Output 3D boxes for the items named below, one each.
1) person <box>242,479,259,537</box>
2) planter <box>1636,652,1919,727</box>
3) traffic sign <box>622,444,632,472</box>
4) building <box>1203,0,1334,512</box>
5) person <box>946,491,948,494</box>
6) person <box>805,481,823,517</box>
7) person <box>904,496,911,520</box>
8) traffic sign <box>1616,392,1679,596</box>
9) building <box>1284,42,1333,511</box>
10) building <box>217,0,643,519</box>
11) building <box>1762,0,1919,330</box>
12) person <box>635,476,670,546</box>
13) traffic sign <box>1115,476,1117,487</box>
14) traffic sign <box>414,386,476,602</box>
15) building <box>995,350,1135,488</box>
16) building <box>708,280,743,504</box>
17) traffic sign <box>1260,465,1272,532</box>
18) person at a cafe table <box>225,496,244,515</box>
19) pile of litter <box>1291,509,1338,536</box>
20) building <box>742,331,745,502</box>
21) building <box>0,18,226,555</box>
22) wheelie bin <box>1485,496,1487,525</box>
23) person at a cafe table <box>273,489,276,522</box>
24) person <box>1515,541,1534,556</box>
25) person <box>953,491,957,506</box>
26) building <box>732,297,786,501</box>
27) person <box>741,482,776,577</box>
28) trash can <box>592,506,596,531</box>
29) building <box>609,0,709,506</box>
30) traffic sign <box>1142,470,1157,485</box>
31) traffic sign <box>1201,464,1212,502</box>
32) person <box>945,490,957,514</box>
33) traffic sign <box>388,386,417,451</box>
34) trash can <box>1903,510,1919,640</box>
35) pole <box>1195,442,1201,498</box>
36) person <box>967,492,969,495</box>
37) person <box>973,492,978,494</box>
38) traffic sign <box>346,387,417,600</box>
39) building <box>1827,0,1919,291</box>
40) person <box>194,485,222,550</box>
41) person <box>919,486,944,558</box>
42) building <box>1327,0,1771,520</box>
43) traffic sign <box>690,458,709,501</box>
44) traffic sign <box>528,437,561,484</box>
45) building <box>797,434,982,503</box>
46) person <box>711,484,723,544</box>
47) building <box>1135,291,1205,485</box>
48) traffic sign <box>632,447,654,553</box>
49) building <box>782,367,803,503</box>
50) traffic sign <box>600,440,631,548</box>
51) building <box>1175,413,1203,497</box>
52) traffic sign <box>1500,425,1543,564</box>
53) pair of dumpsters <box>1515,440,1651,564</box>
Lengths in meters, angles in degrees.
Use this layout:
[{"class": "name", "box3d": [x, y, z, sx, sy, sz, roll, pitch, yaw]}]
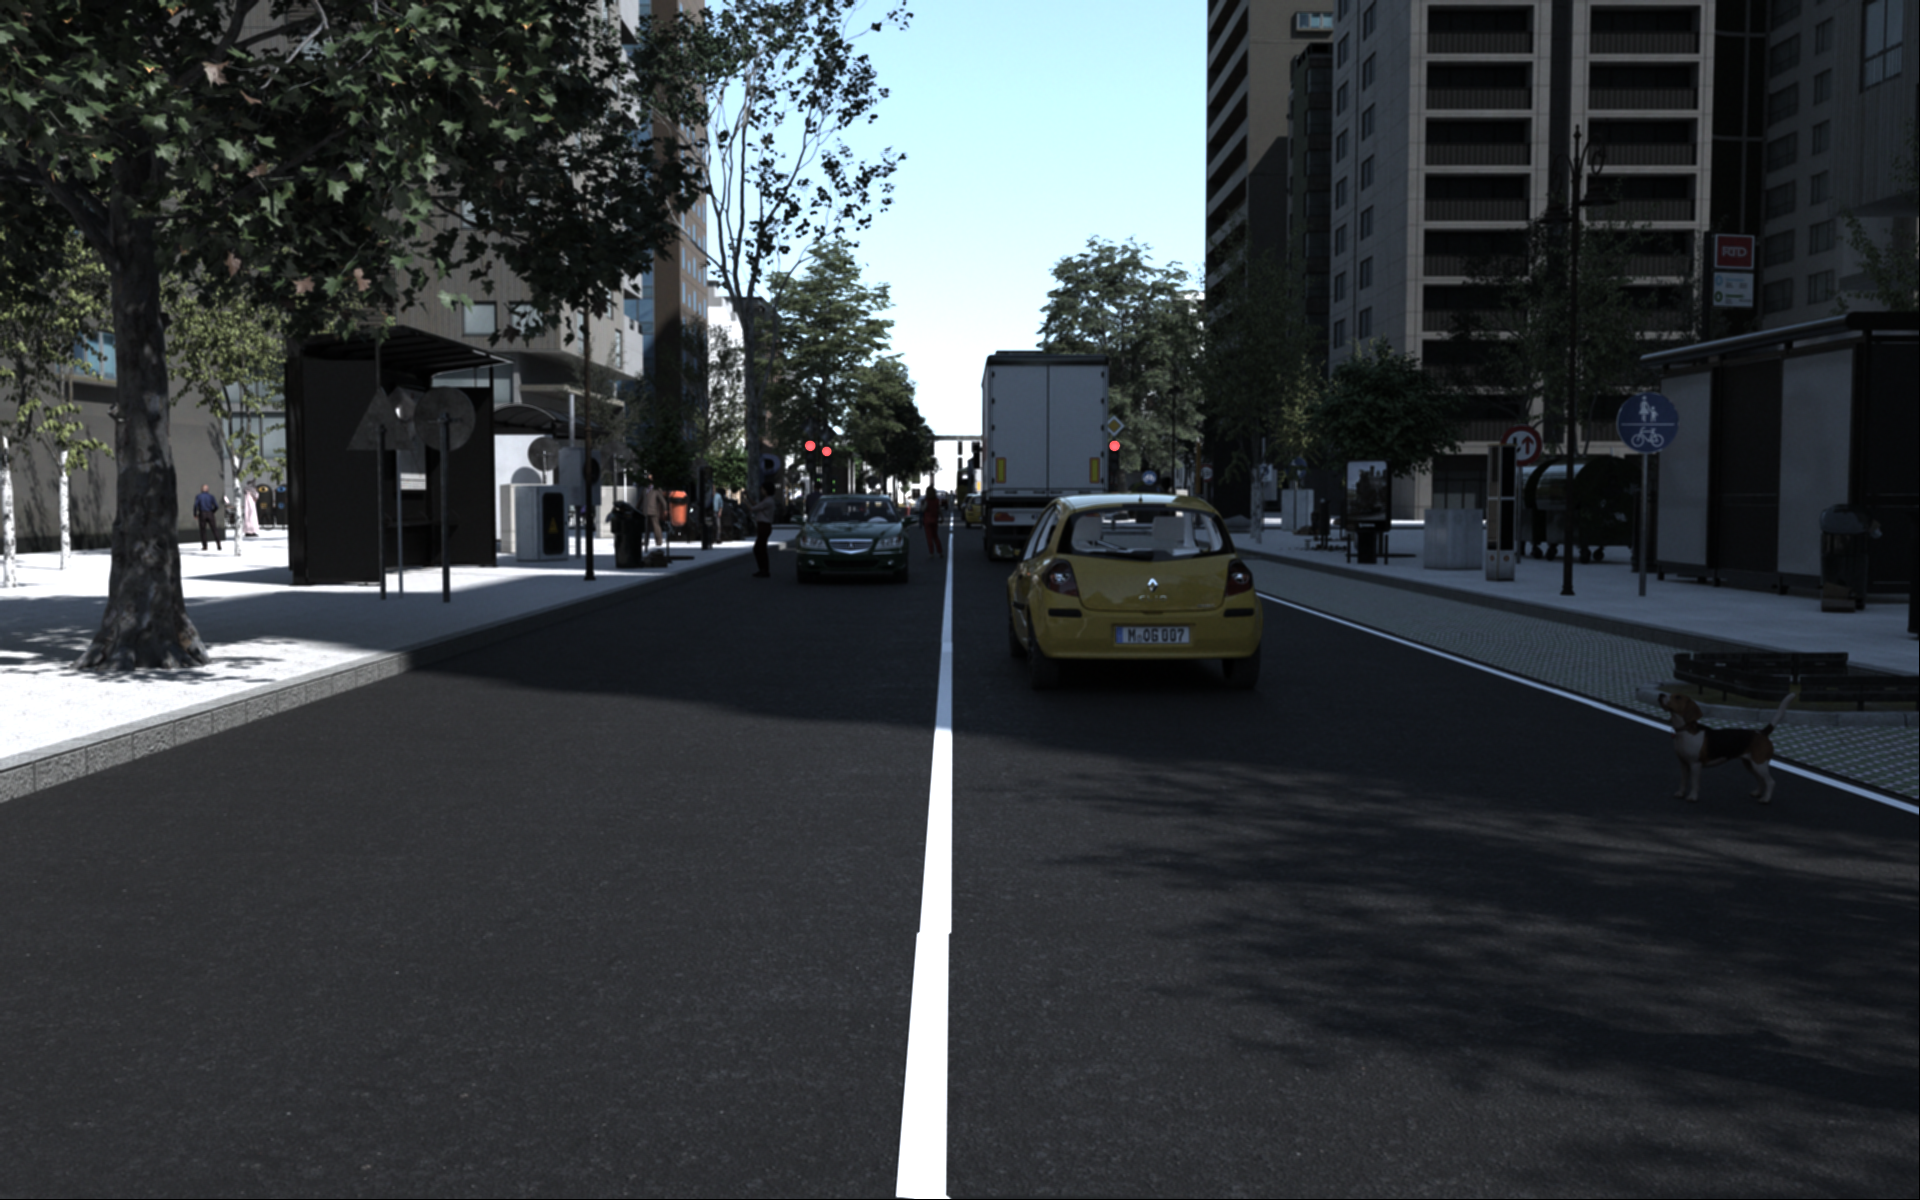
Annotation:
[{"class": "person", "box3d": [-21.348, -2.782, 52.191, 0.551, 1.740, 0.621, 3, 4, 38]}, {"class": "planter", "box3d": [5.664, 0.585, 11.582, 1.991, 0.319, 1.994, 0, 4, 0]}, {"class": "traffic sign", "box3d": [-8.675, -2.757, 44.808, 0.795, 2.593, 0.064, 0, 4, 0]}, {"class": "building", "box3d": [31.036, -31.160, 133.170, 21.300, 48.544, 21.600, 0, 4, 0]}, {"class": "person", "box3d": [-1.550, -11.429, 196.079, 0.721, 1.735, 1.217, 1, 4, 17]}, {"class": "person", "box3d": [-2.990, -1.641, 36.249, 0.541, 1.710, 0.530, 3, 4, 38]}, {"class": "person", "box3d": [-2.948, -5.197, 97.384, 0.435, 1.345, 0.340, 0, 4, 3]}, {"class": "traffic sign", "box3d": [8.583, -1.321, 21.708, 0.768, 2.556, 0.104, 0, 4, 2]}, {"class": "building", "box3d": [28.581, -20.986, 114.820, 14.160, 30.474, 14.107, 0, 4, 0]}, {"class": "building", "box3d": [-33.912, -31.274, 100.561, 28.713, 52.752, 27.495, 0, 4, 0]}, {"class": "building", "box3d": [50.418, -24.802, 89.105, 14.086, 41.232, 14.154, 0, 4, 0]}, {"class": "person", "box3d": [-7.640, -2.217, 42.847, 0.990, 1.755, 0.434, 2, 4, 27]}, {"class": "traffic sign", "box3d": [10.829, -7.274, 119.033, 0.768, 2.556, 0.104, 1, 4, 9]}, {"class": "traffic sign", "box3d": [-6.089, -1.245, 20.462, 0.768, 2.556, 0.104, 0, 4, 8]}, {"class": "building", "box3d": [21.378, -25.241, 256.657, 32.646, 21.610, 27.936, 0, 4, 0]}, {"class": "building", "box3d": [-27.924, -17.997, 150.679, 16.016, 20.091, 11.380, 0, 4, 0]}, {"class": "traffic sign", "box3d": [10.314, -3.472, 58.893, 0.606, 2.300, 0.079, 0, 4, 5]}, {"class": "person at a cafe table", "box3d": [-32.392, -4.134, 76.111, 1.698, 1.524, 1.622, -1, 4, -10]}, {"class": "pile of litter", "box3d": [10.921, -2.456, 54.120, 1.176, 0.858, 1.719, 2, 4, 28]}, {"class": "building", "box3d": [-28.339, -18.748, 162.949, 16.016, 20.091, 11.380, 0, 4, 0]}, {"class": "building", "box3d": [-30.571, -25.174, 35.296, 21.600, 48.544, 21.300, 0, 4, 0]}, {"class": "wheelie bin", "box3d": [21.686, -3.801, 70.055, 0.693, 1.594, 0.980, 3, 5, 40]}, {"class": "person at a cafe table", "box3d": [-32.059, -4.405, 80.539, 1.698, 1.524, 1.622, 3, 4, 38]}, {"class": "person", "box3d": [11.785, -1.791, 36.153, 0.655, 1.722, 0.431, -2, 4, -28]}, {"class": "person", "box3d": [-0.564, -12.556, 213.651, 0.599, 1.838, 0.709, 1, 4, 9]}, {"class": "building", "box3d": [-36.763, -21.356, 193.149, 32.646, 21.610, 27.936, 0, 4, 0]}, {"class": "person", "box3d": [-3.476, -1.220, 29.907, 0.566, 1.644, 0.517, 3, 5, 44]}, {"class": "trash can", "box3d": [-12.636, -2.957, 60.004, 0.748, 1.137, 0.748, 0, 3, 0]}, {"class": "building", "box3d": [-27.133, -29.454, 131.688, 14.600, 45.320, 14.200, 0, 4, 0]}, {"class": "traffic sign", "box3d": [10.221, -5.713, 93.515, 0.768, 2.556, 0.104, 0, 4, 4]}, {"class": "traffic sign", "box3d": [10.431, -4.490, 73.510, 0.768, 2.556, 0.104, 0, 4, 4]}, {"class": "person", "box3d": [-0.618, -6.949, 122.841, 0.841, 1.734, 0.376, -1, 4, -9]}, {"class": "traffic sign", "box3d": [-6.880, -1.315, 21.228, 0.795, 2.593, 0.064, 0, 4, 7]}, {"class": "trash can", "box3d": [8.671, -0.216, 15.182, 0.748, 1.137, 0.748, 0, 3, 0]}, {"class": "pole", "box3d": [9.420, -4.568, 68.531, 0.158, 3.312, 0.155, 0, 3, 0]}, {"class": "person", "box3d": [0.593, -6.888, 123.386, 0.482, 1.546, 0.388, 2, 4, 28]}, {"class": "person", "box3d": [0.853, -4.594, 85.821, 0.590, 1.554, 0.614, 1, 4, 22]}, {"class": "traffic sign", "box3d": [-7.012, -1.283, 20.980, 0.884, 2.594, 0.081, 0, 4, 6]}, {"class": "building", "box3d": [36.521, -27.089, 32.141, 28.713, 52.752, 27.495, 0, 4, 0]}, {"class": "person", "box3d": [-17.182, -1.890, 39.643, 0.574, 1.496, 0.600, -1, 4, -10]}, {"class": "person", "box3d": [-0.639, -1.756, 38.917, 0.593, 1.614, 0.444, -1, 4, -9]}, {"class": "building", "box3d": [32.344, -39.992, 92.119, 20.611, 71.187, 20.563, 0, 4, 0]}, {"class": "traffic sign", "box3d": [-9.253, -3.750, 61.421, 0.768, 2.556, 0.104, 1, 4, 8]}, {"class": "traffic sign", "box3d": [-9.217, -2.345, 38.443, 0.768, 2.556, 0.104, 0, 4, 4]}, {"class": "building", "box3d": [-8.940, -18.662, 247.269, 28.070, 9.664, 9.099, 0, 4, 0]}, {"class": "person", "box3d": [-6.298, -2.212, 44.424, 0.499, 1.552, 0.429, 0, 4, 6]}, {"class": "building", "box3d": [35.219, -21.194, 190.489, 27.936, 21.610, 32.646, 0, 4, 0]}, {"class": "traffic sign", "box3d": [-6.848, -2.178, 37.743, 0.606, 2.300, 0.079, 0, 4, 8]}, {"class": "building", "box3d": [-28.730, -24.064, 249.862, 11.380, 20.091, 16.016, 0, 4, 0]}, {"class": "traffic sign", "box3d": [-8.193, -2.509, 41.128, 0.768, 2.556, 0.104, 0, 4, 4]}, {"class": "building", "box3d": [26.039, -13.338, 160.218, 9.099, 9.664, 28.070, 0, 4, 0]}, {"class": "traffic sign", "box3d": [10.297, -1.942, 31.862, 0.768, 2.556, 0.104, 0, 4, 7]}, {"class": "pair of dumpsters", "box3d": [11.813, -1.901, 33.576, 1.574, 2.255, 4.437, 0, 4, 0]}]
